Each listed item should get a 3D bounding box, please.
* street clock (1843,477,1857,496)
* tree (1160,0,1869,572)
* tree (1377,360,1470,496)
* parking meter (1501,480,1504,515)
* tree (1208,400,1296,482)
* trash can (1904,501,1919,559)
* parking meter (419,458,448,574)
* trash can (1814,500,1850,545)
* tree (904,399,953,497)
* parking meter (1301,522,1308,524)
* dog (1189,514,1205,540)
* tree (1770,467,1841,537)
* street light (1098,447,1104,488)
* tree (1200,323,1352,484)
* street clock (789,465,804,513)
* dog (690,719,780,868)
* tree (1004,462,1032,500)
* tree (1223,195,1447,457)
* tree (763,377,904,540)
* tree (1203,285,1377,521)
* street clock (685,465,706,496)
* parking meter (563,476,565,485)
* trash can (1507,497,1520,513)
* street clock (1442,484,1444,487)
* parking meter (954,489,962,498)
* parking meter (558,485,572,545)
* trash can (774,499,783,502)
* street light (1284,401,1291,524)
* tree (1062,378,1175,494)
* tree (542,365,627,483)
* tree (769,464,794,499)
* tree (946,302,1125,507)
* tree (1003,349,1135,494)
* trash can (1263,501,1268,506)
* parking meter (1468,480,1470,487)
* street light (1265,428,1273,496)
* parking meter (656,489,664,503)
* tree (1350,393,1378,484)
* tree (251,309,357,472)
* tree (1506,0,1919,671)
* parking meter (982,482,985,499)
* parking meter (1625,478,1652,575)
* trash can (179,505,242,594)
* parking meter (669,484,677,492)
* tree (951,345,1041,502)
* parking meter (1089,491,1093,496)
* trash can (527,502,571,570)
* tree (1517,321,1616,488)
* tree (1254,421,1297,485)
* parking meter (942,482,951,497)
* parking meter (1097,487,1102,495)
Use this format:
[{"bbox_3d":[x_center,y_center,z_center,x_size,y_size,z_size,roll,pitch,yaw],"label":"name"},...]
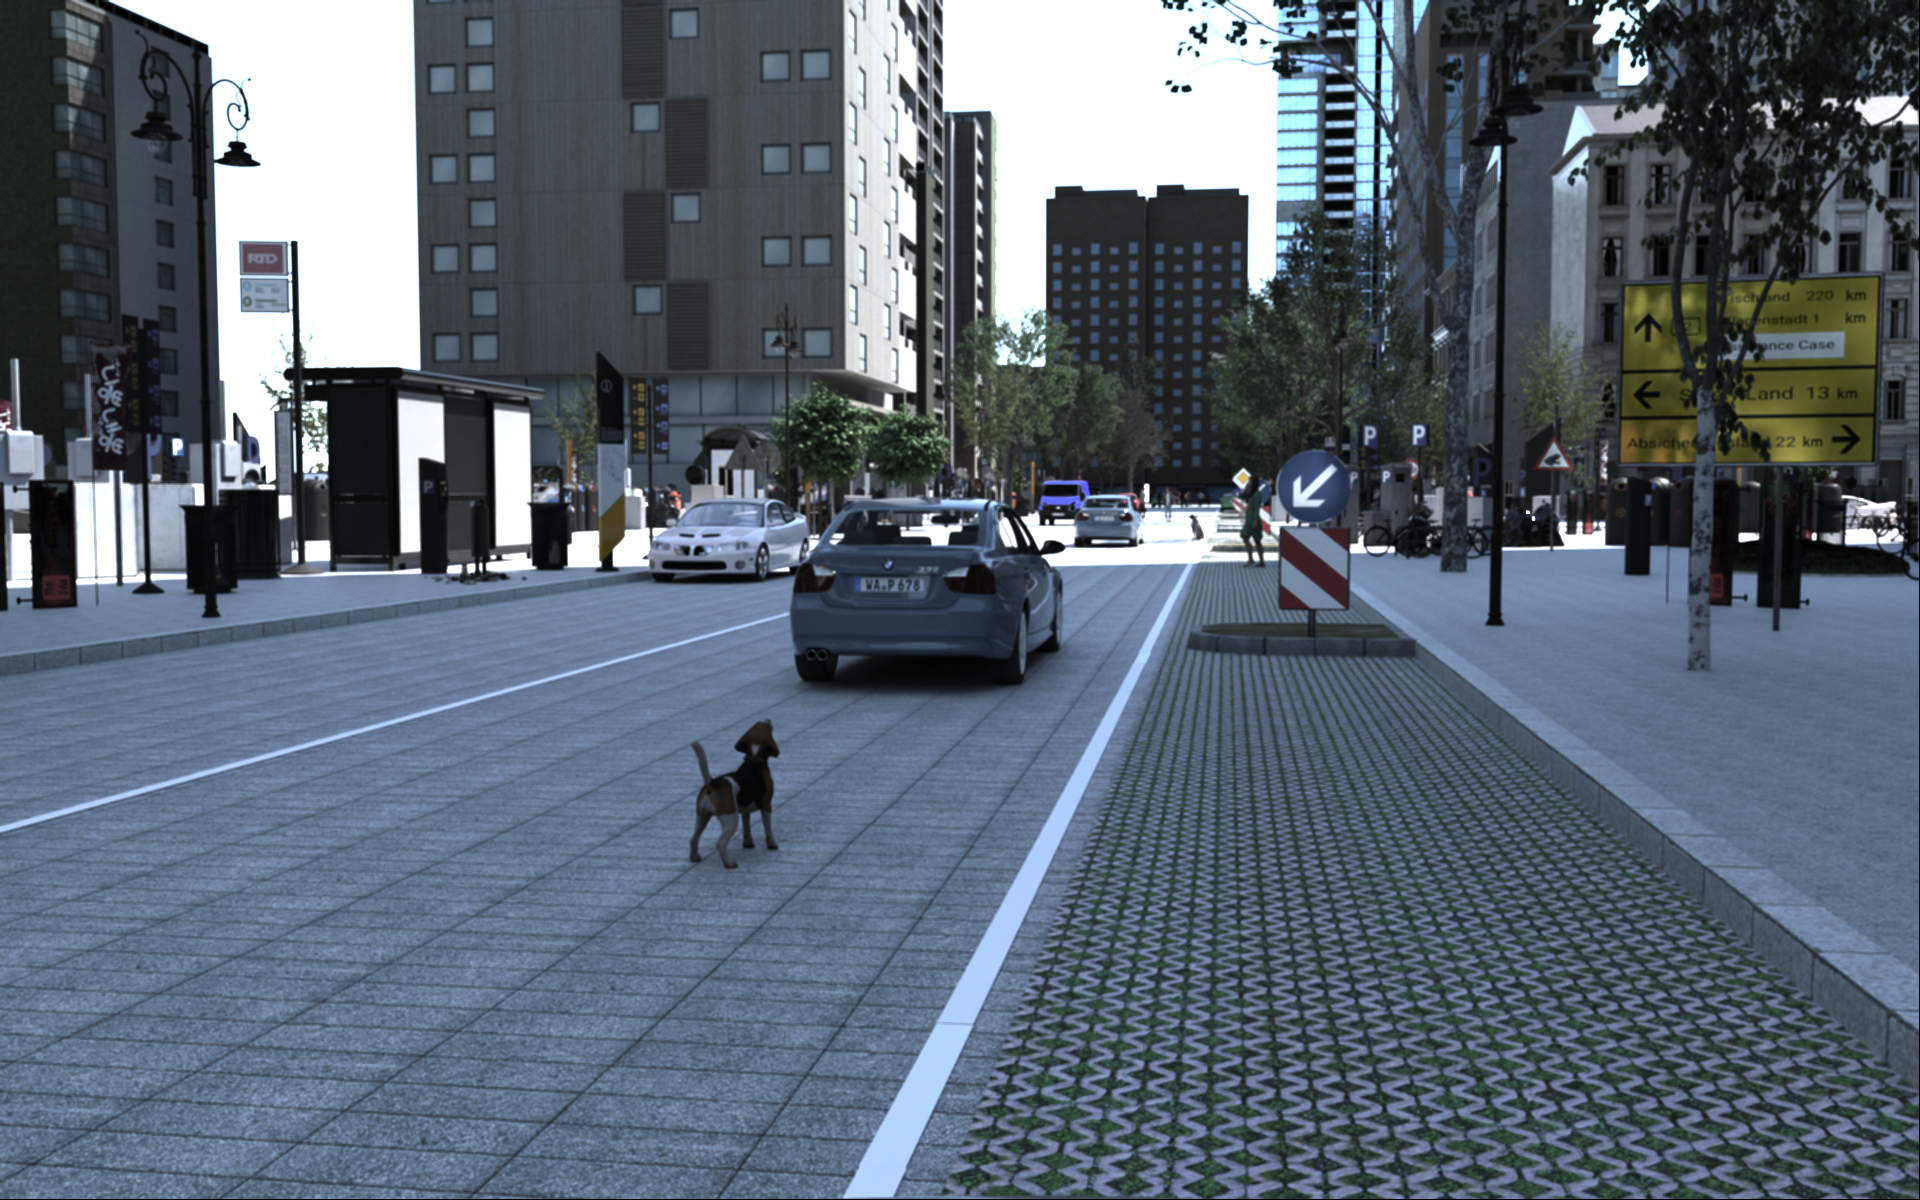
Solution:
[{"bbox_3d":[37.336,-4.167,72.706,0.471,2.002,0.358,-1,4,-11],"label":"street clock"},{"bbox_3d":[8.332,-10.621,29.535,12.611,20.169,13.585,0,3,0],"label":"tree"},{"bbox_3d":[24.923,-8.733,93.150,4.737,8.622,4.395,0,3,0],"label":"tree"},{"bbox_3d":[22.314,-4.041,71.775,0.255,1.863,0.399,-1,4,-15],"label":"parking meter"},{"bbox_3d":[29.188,-15.315,167.412,9.611,12.733,9.660,0,3,0],"label":"tree"},{"bbox_3d":[19.170,-1.394,34.438,0.748,1.137,0.748,0,3,0],"label":"trash can"},{"bbox_3d":[-8.477,-1.358,27.913,0.399,1.863,0.255,1,4,15],"label":"parking meter"},{"bbox_3d":[20.041,-1.724,39.841,0.748,1.137,0.748,0,3,0],"label":"trash can"},{"bbox_3d":[-1.892,-4.670,60.063,4.285,4.588,4.351,0,3,0],"label":"tree"},{"bbox_3d":[14.837,-4.055,74.716,0.372,1.533,0.369,0,3,0],"label":"parking meter"},{"bbox_3d":[7.353,-2.260,53.792,0.513,0.831,0.800,1,4,8],"label":"dog"},{"bbox_3d":[22.189,-3.124,45.677,1.663,3.219,1.824,0,3,0],"label":"tree"},{"bbox_3d":[11.944,-10.677,147.348,0.468,5.910,1.993,1,4,9],"label":"street light"},{"bbox_3d":[20.931,-12.656,113.573,9.857,13.997,8.962,0,3,0],"label":"tree"},{"bbox_3d":[-4.160,-2.399,43.796,0.358,2.002,0.471,2,4,32],"label":"street clock"},{"bbox_3d":[-0.893,0.761,6.851,0.406,0.507,0.540,-1,4,-17],"label":"dog"},{"bbox_3d":[3.435,-6.547,101.637,1.663,3.219,1.824,0,3,0],"label":"tree"},{"bbox_3d":[11.749,-7.343,54.473,7.601,10.594,8.767,1,4,19],"label":"tree"},{"bbox_3d":[-3.841,-3.974,48.689,4.285,4.588,4.351,0,3,0],"label":"tree"},{"bbox_3d":[17.889,-10.140,91.547,9.928,11.665,9.643,0,3,0],"label":"tree"},{"bbox_3d":[-6.633,-2.382,43.518,0.471,2.002,0.358,1,4,19],"label":"street clock"},{"bbox_3d":[-10.955,-2.537,47.185,0.399,1.863,0.255,2,4,26],"label":"parking meter"},{"bbox_3d":[27.830,-4.605,86.947,0.748,1.137,0.748,0,3,0],"label":"trash can"},{"bbox_3d":[34.868,-7.367,125.013,0.471,2.002,0.358,1,4,14],"label":"street clock"},{"bbox_3d":[-0.100,-4.903,88.583,0.372,1.533,0.369,0,3,0],"label":"parking meter"},{"bbox_3d":[-10.047,-2.177,43.999,0.372,1.533,0.369,0,3,0],"label":"parking meter"},{"bbox_3d":[-5.091,-2.120,46.320,0.748,1.137,0.748,0,3,0],"label":"trash can"},{"bbox_3d":[14.198,-6.243,74.857,0.468,5.910,1.993,1,4,9],"label":"street light"},{"bbox_3d":[15.839,-16.495,180.060,12.009,13.543,11.850,0,3,0],"label":"tree"},{"bbox_3d":[-20.723,-8.915,96.126,4.737,8.622,4.395,0,3,0],"label":"tree"},{"bbox_3d":[-9.794,-6.515,101.128,1.663,3.219,1.824,0,3,0],"label":"tree"},{"bbox_3d":[2.822,-10.229,93.006,9.928,11.665,9.643,0,3,0],"label":"tree"},{"bbox_3d":[6.434,-10.898,112.596,8.767,10.594,7.601,2,4,24],"label":"tree"},{"bbox_3d":[19.070,-5.846,107.235,0.748,1.137,0.748,0,3,0],"label":"trash can"},{"bbox_3d":[21.518,-4.185,74.143,0.399,1.863,0.255,0,4,-1],"label":"parking meter"},{"bbox_3d":[17.805,-7.701,98.694,0.468,5.910,1.993,1,4,9],"label":"street light"},{"bbox_3d":[-14.022,-4.435,80.929,0.372,1.533,0.369,0,3,0],"label":"parking meter"},{"bbox_3d":[29.748,-10.440,121.052,4.737,8.622,4.395,0,3,0],"label":"tree"},{"bbox_3d":[-25.637,-7.203,68.131,4.737,8.622,4.395,0,3,0],"label":"tree"},{"bbox_3d":[5.619,-3.790,12.326,4.360,8.622,3.978,0,3,0],"label":"tree"},{"bbox_3d":[1.107,-4.570,80.425,0.255,1.863,0.399,1,4,14],"label":"parking meter"},{"bbox_3d":[10.780,-1.169,27.526,0.372,1.533,0.369,0,3,0],"label":"parking meter"},{"bbox_3d":[-9.690,-0.658,22.417,0.748,1.137,0.748,0,3,0],"label":"trash can"},{"bbox_3d":[-16.120,-5.596,97.204,0.399,1.863,0.255,-3,4,-36],"label":"parking meter"},{"bbox_3d":[1.810,-8.219,84.735,4.737,8.622,4.395,0,3,0],"label":"tree"},{"bbox_3d":[10.926,-8.364,145.165,0.372,1.533,0.369,0,3,0],"label":"parking meter"},{"bbox_3d":[-6.955,-1.082,29.350,0.748,1.137,0.748,0,3,0],"label":"trash can"},{"bbox_3d":[25.221,-7.493,72.865,4.737,8.622,4.395,0,3,0],"label":"tree"},{"bbox_3d":[23.274,-10.940,129.230,4.737,8.622,4.395,0,3,0],"label":"tree"},{"bbox_3d":[-0.638,-4.610,81.082,0.399,1.863,0.255,-1,4,-16],"label":"parking meter"},{"bbox_3d":[11.545,-8.397,143.002,0.399,1.863,0.255,1,4,9],"label":"parking meter"}]
